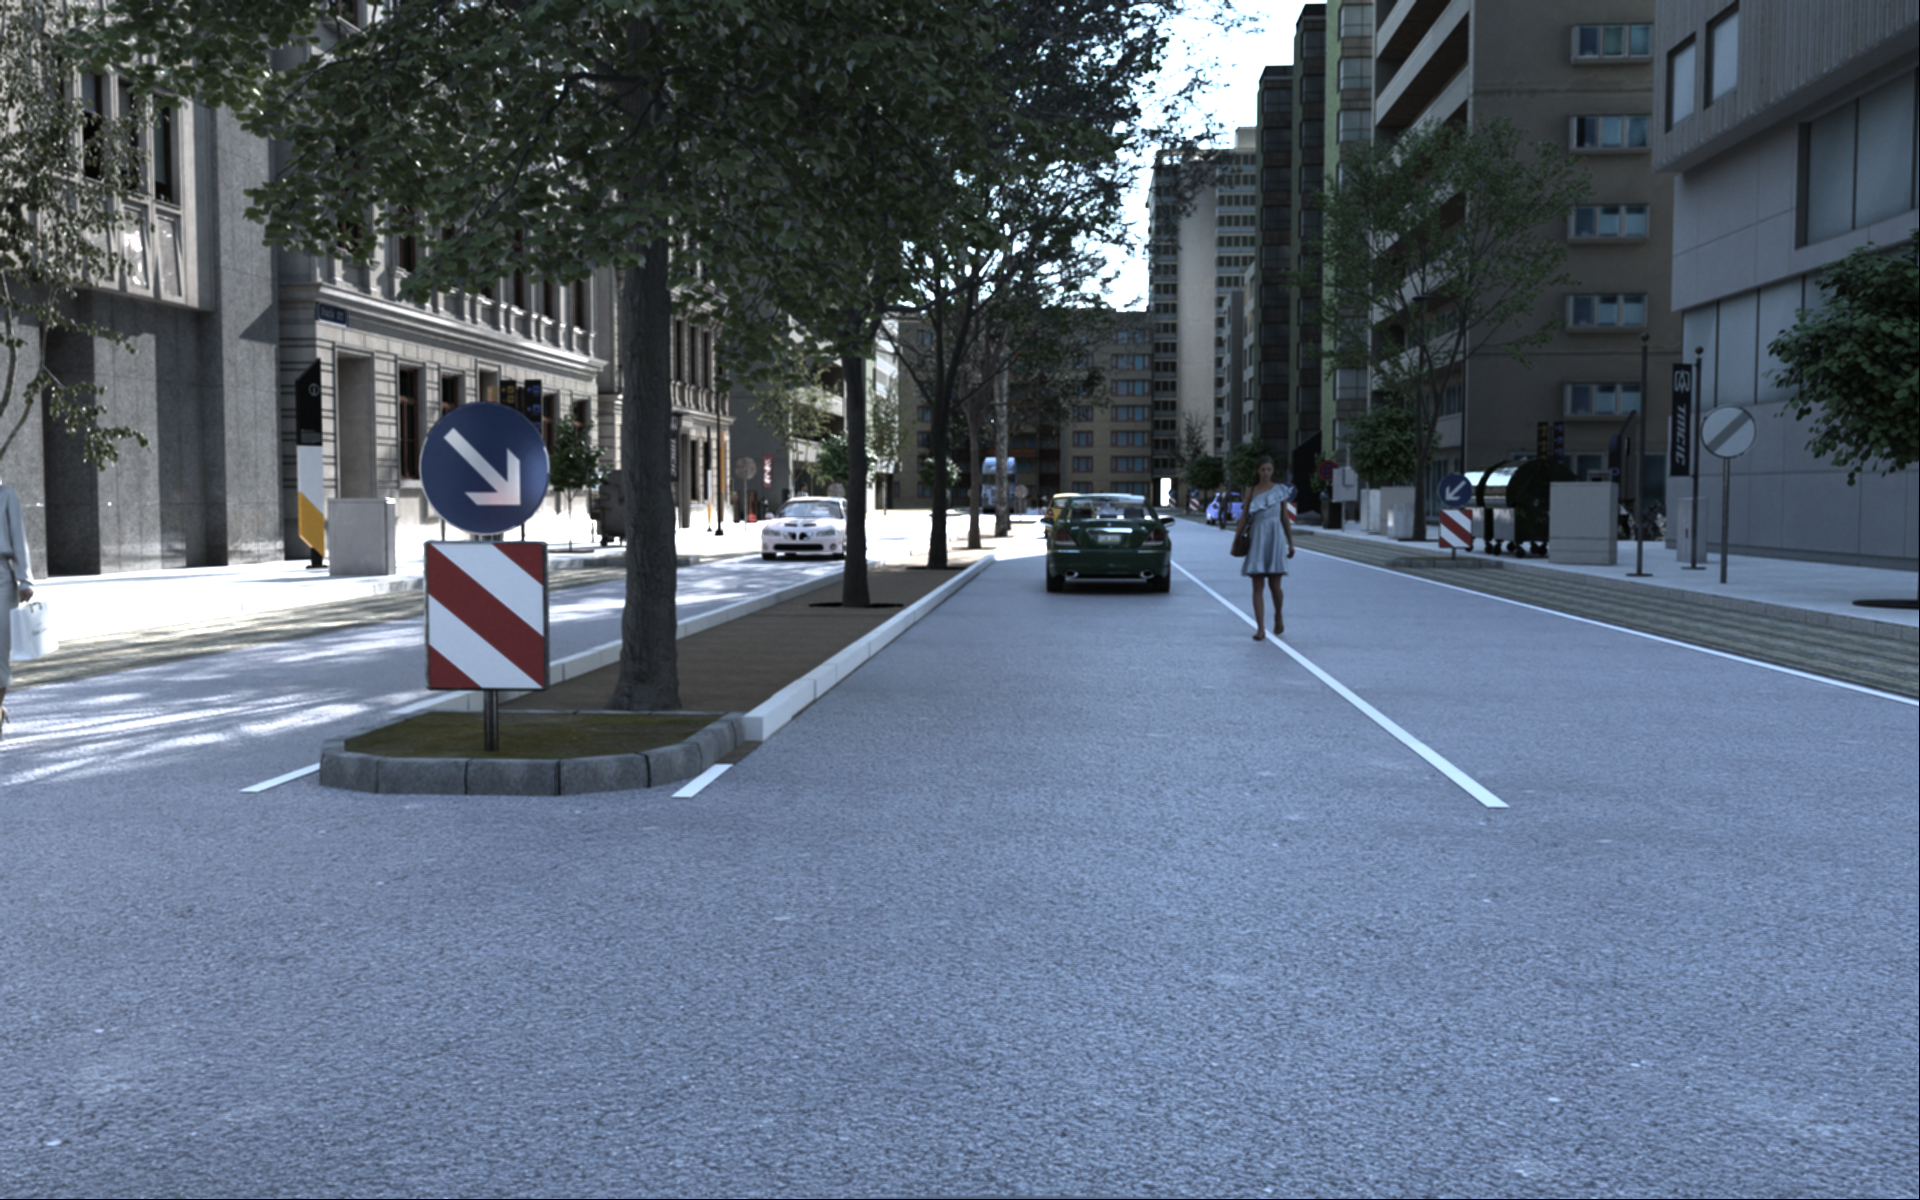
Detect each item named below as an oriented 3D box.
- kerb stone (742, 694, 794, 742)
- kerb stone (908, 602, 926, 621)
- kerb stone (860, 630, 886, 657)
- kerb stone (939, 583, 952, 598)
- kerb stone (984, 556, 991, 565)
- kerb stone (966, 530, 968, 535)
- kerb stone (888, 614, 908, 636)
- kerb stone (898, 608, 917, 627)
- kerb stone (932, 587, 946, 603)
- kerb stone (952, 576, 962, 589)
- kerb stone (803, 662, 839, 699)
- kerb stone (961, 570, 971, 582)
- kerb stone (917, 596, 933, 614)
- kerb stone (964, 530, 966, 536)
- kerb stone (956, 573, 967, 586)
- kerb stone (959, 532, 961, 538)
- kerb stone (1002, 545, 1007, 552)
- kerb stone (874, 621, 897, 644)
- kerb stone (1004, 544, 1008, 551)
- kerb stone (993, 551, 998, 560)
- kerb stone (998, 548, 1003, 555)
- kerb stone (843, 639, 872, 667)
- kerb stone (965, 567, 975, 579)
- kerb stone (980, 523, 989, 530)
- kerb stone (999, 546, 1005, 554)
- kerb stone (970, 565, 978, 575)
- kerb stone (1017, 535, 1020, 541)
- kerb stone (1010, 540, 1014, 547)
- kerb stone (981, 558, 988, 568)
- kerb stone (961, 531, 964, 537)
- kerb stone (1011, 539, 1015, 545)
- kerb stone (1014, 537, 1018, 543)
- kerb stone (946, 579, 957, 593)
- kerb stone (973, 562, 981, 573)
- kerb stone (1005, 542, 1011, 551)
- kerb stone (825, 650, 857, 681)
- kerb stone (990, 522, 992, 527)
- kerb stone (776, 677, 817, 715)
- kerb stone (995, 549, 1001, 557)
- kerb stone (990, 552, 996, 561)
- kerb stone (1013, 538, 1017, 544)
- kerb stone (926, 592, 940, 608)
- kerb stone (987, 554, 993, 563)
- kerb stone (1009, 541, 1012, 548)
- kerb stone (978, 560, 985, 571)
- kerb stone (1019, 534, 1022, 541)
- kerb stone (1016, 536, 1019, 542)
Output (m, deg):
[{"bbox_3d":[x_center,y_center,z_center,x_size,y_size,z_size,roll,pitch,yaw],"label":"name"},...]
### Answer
[{"bbox_3d":[-1.161,0.717,10.486,0.120,0.150,1.000,0,4,4],"label":"kerb stone"},{"bbox_3d":[-0.525,0.154,19.683,0.120,0.150,1.000,0,4,4],"label":"kerb stone"},{"bbox_3d":[-0.809,0.404,15.592,0.120,0.150,1.000,0,4,4],"label":"kerb stone"},{"bbox_3d":[-0.246,-0.095,23.774,0.120,0.150,1.000,0,4,4],"label":"kerb stone"},{"bbox_3d":[0.468,-0.722,33.998,0.120,0.150,1.000,0,4,4],"label":"kerb stone"},{"bbox_3d":[0.093,-2.233,58.709,0.120,0.150,1.000,0,4,4],"label":"kerb stone"},{"bbox_3d":[-0.670,0.280,17.636,0.120,0.150,1.000,0,4,4],"label":"kerb stone"},{"bbox_3d":[-0.603,0.216,18.660,0.120,0.150,1.000,0,4,4],"label":"kerb stone"},{"bbox_3d":[-0.311,-0.033,22.742,0.120,0.150,1.000,0,4,4],"label":"kerb stone"},{"bbox_3d":[-0.103,-0.221,25.814,0.120,0.150,1.000,0,4,4],"label":"kerb stone"},{"bbox_3d":[-1.024,0.593,12.526,0.120,0.150,1.000,0,4,4],"label":"kerb stone"},{"bbox_3d":[0.042,-0.344,27.854,0.120,0.150,1.000,0,4,4],"label":"kerb stone"},{"bbox_3d":[-0.454,0.091,20.702,0.120,0.150,1.000,0,4,4],"label":"kerb stone"},{"bbox_3d":[0.011,-2.168,57.690,0.120,0.150,1.000,0,4,4],"label":"kerb stone"},{"bbox_3d":[-0.027,-0.284,26.834,0.120,0.150,1.000,0,4,4],"label":"kerb stone"},{"bbox_3d":[-0.132,-2.046,55.650,0.120,0.150,1.000,0,4,4],"label":"kerb stone"},{"bbox_3d":[0.971,-1.161,41.183,0.120,0.150,1.000,0,4,4],"label":"kerb stone"},{"bbox_3d":[-0.740,0.341,16.616,0.120,0.150,1.000,0,4,4],"label":"kerb stone"},{"bbox_3d":[1.037,-1.224,42.204,0.120,0.150,1.000,0,4,4],"label":"kerb stone"},{"bbox_3d":[0.681,-0.911,37.092,0.120,0.150,1.000,0,4,4],"label":"kerb stone"},{"bbox_3d":[0.823,-1.032,39.142,0.120,0.150,1.000,0,4,4],"label":"kerb stone"},{"bbox_3d":[-0.885,0.466,14.572,0.120,0.150,1.000,0,4,4],"label":"kerb stone"},{"bbox_3d":[0.115,-0.409,28.885,0.120,0.150,1.000,0,4,4],"label":"kerb stone"},{"bbox_3d":[1.008,-3.046,71.998,0.120,0.150,1.000,0,4,4],"label":"kerb stone"},{"bbox_3d":[0.904,-1.098,40.163,0.120,0.150,1.000,0,4,4],"label":"kerb stone"},{"bbox_3d":[0.184,-0.471,29.915,0.120,0.150,1.000,0,4,4],"label":"kerb stone"},{"bbox_3d":[1.609,-1.718,50.410,0.120,0.150,1.000,0,4,4],"label":"kerb stone"},{"bbox_3d":[1.256,-1.411,45.269,0.120,0.150,1.000,0,4,4],"label":"kerb stone"},{"bbox_3d":[0.393,-0.658,32.975,0.120,0.150,1.000,0,4,4],"label":"kerb stone"},{"bbox_3d":[-0.054,-2.106,56.669,0.120,0.150,1.000,0,4,4],"label":"kerb stone"},{"bbox_3d":[1.327,-1.475,46.305,0.120,0.150,1.000,0,4,4],"label":"kerb stone"},{"bbox_3d":[1.471,-1.601,48.365,0.120,0.150,1.000,0,4,4],"label":"kerb stone"},{"bbox_3d":[-0.171,-0.158,24.794,0.120,0.150,1.000,0,4,4],"label":"kerb stone"},{"bbox_3d":[0.249,-0.535,30.935,0.120,0.150,1.000,0,4,4],"label":"kerb stone"},{"bbox_3d":[1.119,-1.286,43.226,0.120,0.150,1.000,0,4,4],"label":"kerb stone"},{"bbox_3d":[-0.953,0.529,13.552,0.120,0.150,1.000,0,4,4],"label":"kerb stone"},{"bbox_3d":[1.158,-3.171,74.049,0.120,0.150,1.000,0,4,4],"label":"kerb stone"},{"bbox_3d":[-1.105,0.657,11.507,0.120,0.150,1.000,0,4,4],"label":"kerb stone"},{"bbox_3d":[0.755,-0.973,38.111,0.120,0.150,1.000,0,4,4],"label":"kerb stone"},{"bbox_3d":[0.610,-0.848,36.058,0.120,0.150,1.000,0,4,4],"label":"kerb stone"},{"bbox_3d":[1.406,-1.526,47.333,0.120,0.150,1.000,0,4,4],"label":"kerb stone"},{"bbox_3d":[-0.384,0.030,21.723,0.120,0.150,1.000,0,4,4],"label":"kerb stone"},{"bbox_3d":[0.533,-0.780,35.028,0.120,0.150,1.000,0,4,4],"label":"kerb stone"},{"bbox_3d":[1.191,-1.349,44.246,0.120,0.150,1.000,0,4,4],"label":"kerb stone"},{"bbox_3d":[0.329,-0.597,31.954,0.120,0.150,1.000,0,4,4],"label":"kerb stone"},{"bbox_3d":[1.682,-1.786,51.429,0.120,0.150,1.000,0,4,4],"label":"kerb stone"},{"bbox_3d":[1.540,-1.663,49.390,0.120,0.150,1.000,0,4,4],"label":"kerb stone"}]
